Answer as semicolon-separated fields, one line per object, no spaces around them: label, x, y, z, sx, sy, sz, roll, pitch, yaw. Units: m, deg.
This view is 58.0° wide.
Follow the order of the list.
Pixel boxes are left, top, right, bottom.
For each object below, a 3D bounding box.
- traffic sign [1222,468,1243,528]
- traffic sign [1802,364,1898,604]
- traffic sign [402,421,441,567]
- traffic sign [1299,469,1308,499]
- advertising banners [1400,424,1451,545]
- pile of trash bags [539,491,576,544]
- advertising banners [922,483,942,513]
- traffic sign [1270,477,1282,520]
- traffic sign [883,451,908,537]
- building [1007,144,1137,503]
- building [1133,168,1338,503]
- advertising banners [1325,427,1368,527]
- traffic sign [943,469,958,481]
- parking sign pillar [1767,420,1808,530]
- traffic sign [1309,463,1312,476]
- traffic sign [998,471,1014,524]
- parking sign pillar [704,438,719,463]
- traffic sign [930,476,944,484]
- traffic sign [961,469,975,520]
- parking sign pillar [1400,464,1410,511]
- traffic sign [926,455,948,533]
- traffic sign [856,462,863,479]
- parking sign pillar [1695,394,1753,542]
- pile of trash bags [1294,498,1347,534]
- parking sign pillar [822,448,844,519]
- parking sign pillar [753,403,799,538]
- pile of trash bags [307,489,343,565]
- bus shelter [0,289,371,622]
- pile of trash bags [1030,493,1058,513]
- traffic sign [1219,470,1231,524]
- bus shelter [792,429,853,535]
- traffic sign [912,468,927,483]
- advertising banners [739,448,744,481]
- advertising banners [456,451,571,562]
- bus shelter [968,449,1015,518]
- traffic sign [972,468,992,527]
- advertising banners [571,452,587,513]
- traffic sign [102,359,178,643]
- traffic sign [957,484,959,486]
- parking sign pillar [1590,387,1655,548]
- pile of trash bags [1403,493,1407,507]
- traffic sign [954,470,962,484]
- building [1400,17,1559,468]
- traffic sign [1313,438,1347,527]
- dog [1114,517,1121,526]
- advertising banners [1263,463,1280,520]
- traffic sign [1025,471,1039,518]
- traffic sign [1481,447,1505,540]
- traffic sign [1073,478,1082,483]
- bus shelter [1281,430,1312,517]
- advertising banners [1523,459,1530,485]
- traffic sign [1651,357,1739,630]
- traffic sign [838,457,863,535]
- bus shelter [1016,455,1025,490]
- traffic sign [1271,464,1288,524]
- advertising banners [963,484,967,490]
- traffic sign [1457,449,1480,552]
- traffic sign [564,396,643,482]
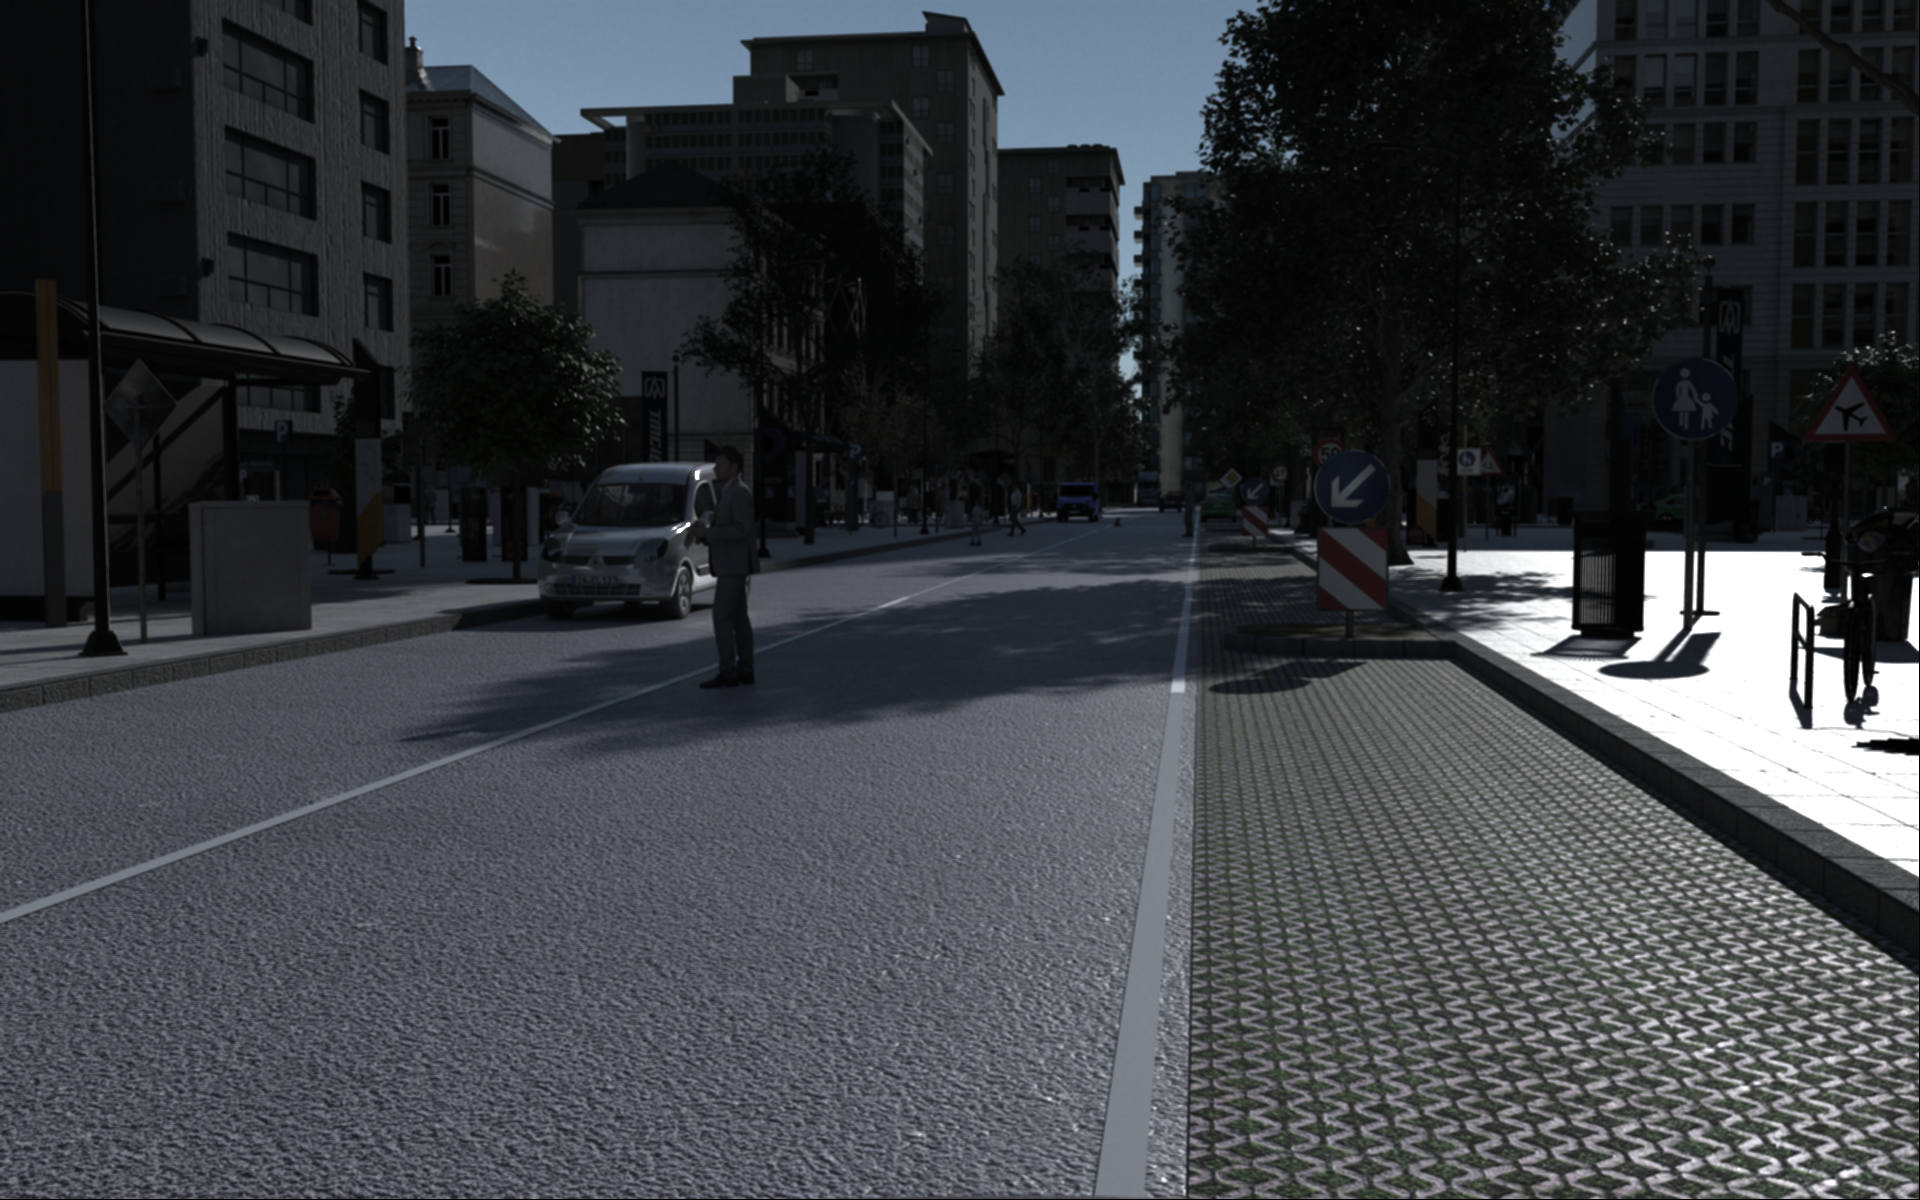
traffic sign;10.287;-3.784;65.504;0.795;2.450;0.064;0;4;8
traffic sign;8.950;-1.069;17.476;0.884;2.594;0.081;1;4;12
traffic sign;-9.413;-1.845;30.268;0.768;2.556;0.104;1;4;13
traffic sign;17.228;-5.358;87.707;0.768;2.556;0.104;1;4;10
advertising banners;11.434;-2.893;43.493;2.074;3.025;0.090;0;4;-6
pile of trash bags;-10.873;-2.210;45.878;1.912;1.369;3.447;0;4;-6
advertising banners;-2.055;-7.056;111.549;2.074;3.025;0.090;-1;4;-14
traffic sign;15.691;-5.127;85.948;0.606;2.300;0.079;1;4;16
traffic sign;-1.920;-3.136;51.373;0.768;2.556;0.104;1;4;15
building;12.507;-41.064;260.639;27.495;52.752;28.713;0;4;8
building;41.009;-38.871;255.154;30.456;49.044;23.786;0;4;8
advertising banners;10.478;-2.985;44.993;2.074;3.025;0.090;2;4;29
traffic sign;-0.497;-5.453;89.269;0.768;2.556;0.104;1;4;12
parking sign pillar;29.876;-4.529;62.522;1.447;3.967;1.447;1;4;16
traffic sign;13.334;-3.927;64.308;0.768;2.556;0.104;1;4;14
traffic sign;1.933;-4.349;74.740;0.795;2.450;0.064;0;4;8
parking sign pillar;-11.554;-5.778;82.936;1.447;3.967;1.447;-1;4;-17
traffic sign;-1.200;-5.482;89.736;0.768;2.556;0.104;1;4;16
traffic sign;0.398;-5.329;87.228;0.768;2.556;0.104;1;4;14
parking sign pillar;33.549;-8.760;131.690;1.447;3.967;1.447;-1;4;-18
traffic sign;-0.762;-3.449;56.502;0.768;2.556;0.104;1;4;17
traffic sign;-4.119;-4.079;66.805;0.768;2.556;0.104;1;4;16
parking sign pillar;20.711;-3.578;46.966;1.447;3.967;1.447;0;4;7
pile of trash bags;12.115;-2.795;55.446;1.912;1.369;3.447;-1;4;-13
parking sign pillar;-6.402;-5.872;84.473;1.447;3.967;1.447;0;4;7
parking sign pillar;-5.466;-3.816;50.867;1.447;3.967;1.447;2;4;34
pile of trash bags;-12.745;-1.288;30.817;3.447;1.369;1.912;0;4;-6
bus shelter;-9.002;-1.587;19.878;2.014;3.302;5.546;0;4;8
pile of trash bags;7.097;-7.528;132.837;3.447;1.369;1.912;1;4;11
traffic sign;11.384;-4.267;73.414;0.795;2.450;0.064;0;4;8
bus shelter;-4.988;-3.804;56.126;2.014;3.302;5.546;0;4;8
traffic sign;-1.998;-5.185;84.874;0.768;2.556;0.104;1;4;13
advertising banners;-8.888;-4.332;67.017;0.090;3.025;2.074;-3;4;-38
advertising banners;-8.514;-2.246;32.905;2.074;3.025;0.090;0;4;-3
bus shelter;1.660;-6.303;94.340;1.731;3.624;6.357;0;4;8
traffic sign;0.835;-3.865;66.831;0.795;2.450;0.064;0;4;8
advertising banners;-7.446;-2.391;35.284;2.074;3.025;0.090;1;4;23
traffic sign;-7.038;-0.837;14.870;0.795;2.450;0.064;1;4;17
traffic sign;-0.245;-5.784;95.759;0.795;2.450;0.064;1;4;11
parking sign pillar;15.886;-3.238;41.409;1.447;3.967;1.447;2;4;31
pile of trash bags;29.774;-6.142;110.166;3.447;1.369;1.912;-1;4;-14
traffic sign;-0.219;-5.645;92.402;0.768;2.556;0.104;1;4;10
building;45.688;-28.736;153.424;14.154;41.232;14.086;0;4;8
traffic sign;8.416;-2.405;39.427;0.768;2.556;0.104;1;4;9
dog;7.093;-3.488;77.216;0.550;0.427;0.748;2;4;27
advertising banners;15.722;-5.573;87.302;0.090;3.025;2.074;-1;4;-17
traffic sign;3.910;-5.767;94.393;0.768;2.556;0.104;1;4;9
traffic sign;14.620;-2.935;47.988;0.884;2.594;0.081;1;4;15
traffic sign;9.407;-8.487;138.875;0.768;2.556;0.104;1;4;10
bus shelter;19.258;-7.434;99.173;2.179;5.291;8.768;0;4;8
advertising banners;27.807;-5.523;86.491;0.090;3.025;2.074;-1;4;-16
traffic sign;6.871;-0.989;16.272;0.768;2.556;0.104;1;4;10
traffic sign;-3.418;-3.224;53.894;0.795;2.450;0.064;1;4;11
bus shelter;2.697;-6.868;103.576;1.731;3.624;6.357;0;4;8
traffic sign;13.530;-4.471;73.214;0.768;2.556;0.104;1;4;15
advertising banners;0.658;-6.575;103.683;0.090;3.025;2.074;2;4;30
traffic sign;11.249;-2.225;38.503;0.606;2.300;0.079;1;4;10
traffic sign;-7.293;-2.589;36.199;2.265;3.308;0.079;1;4;17
